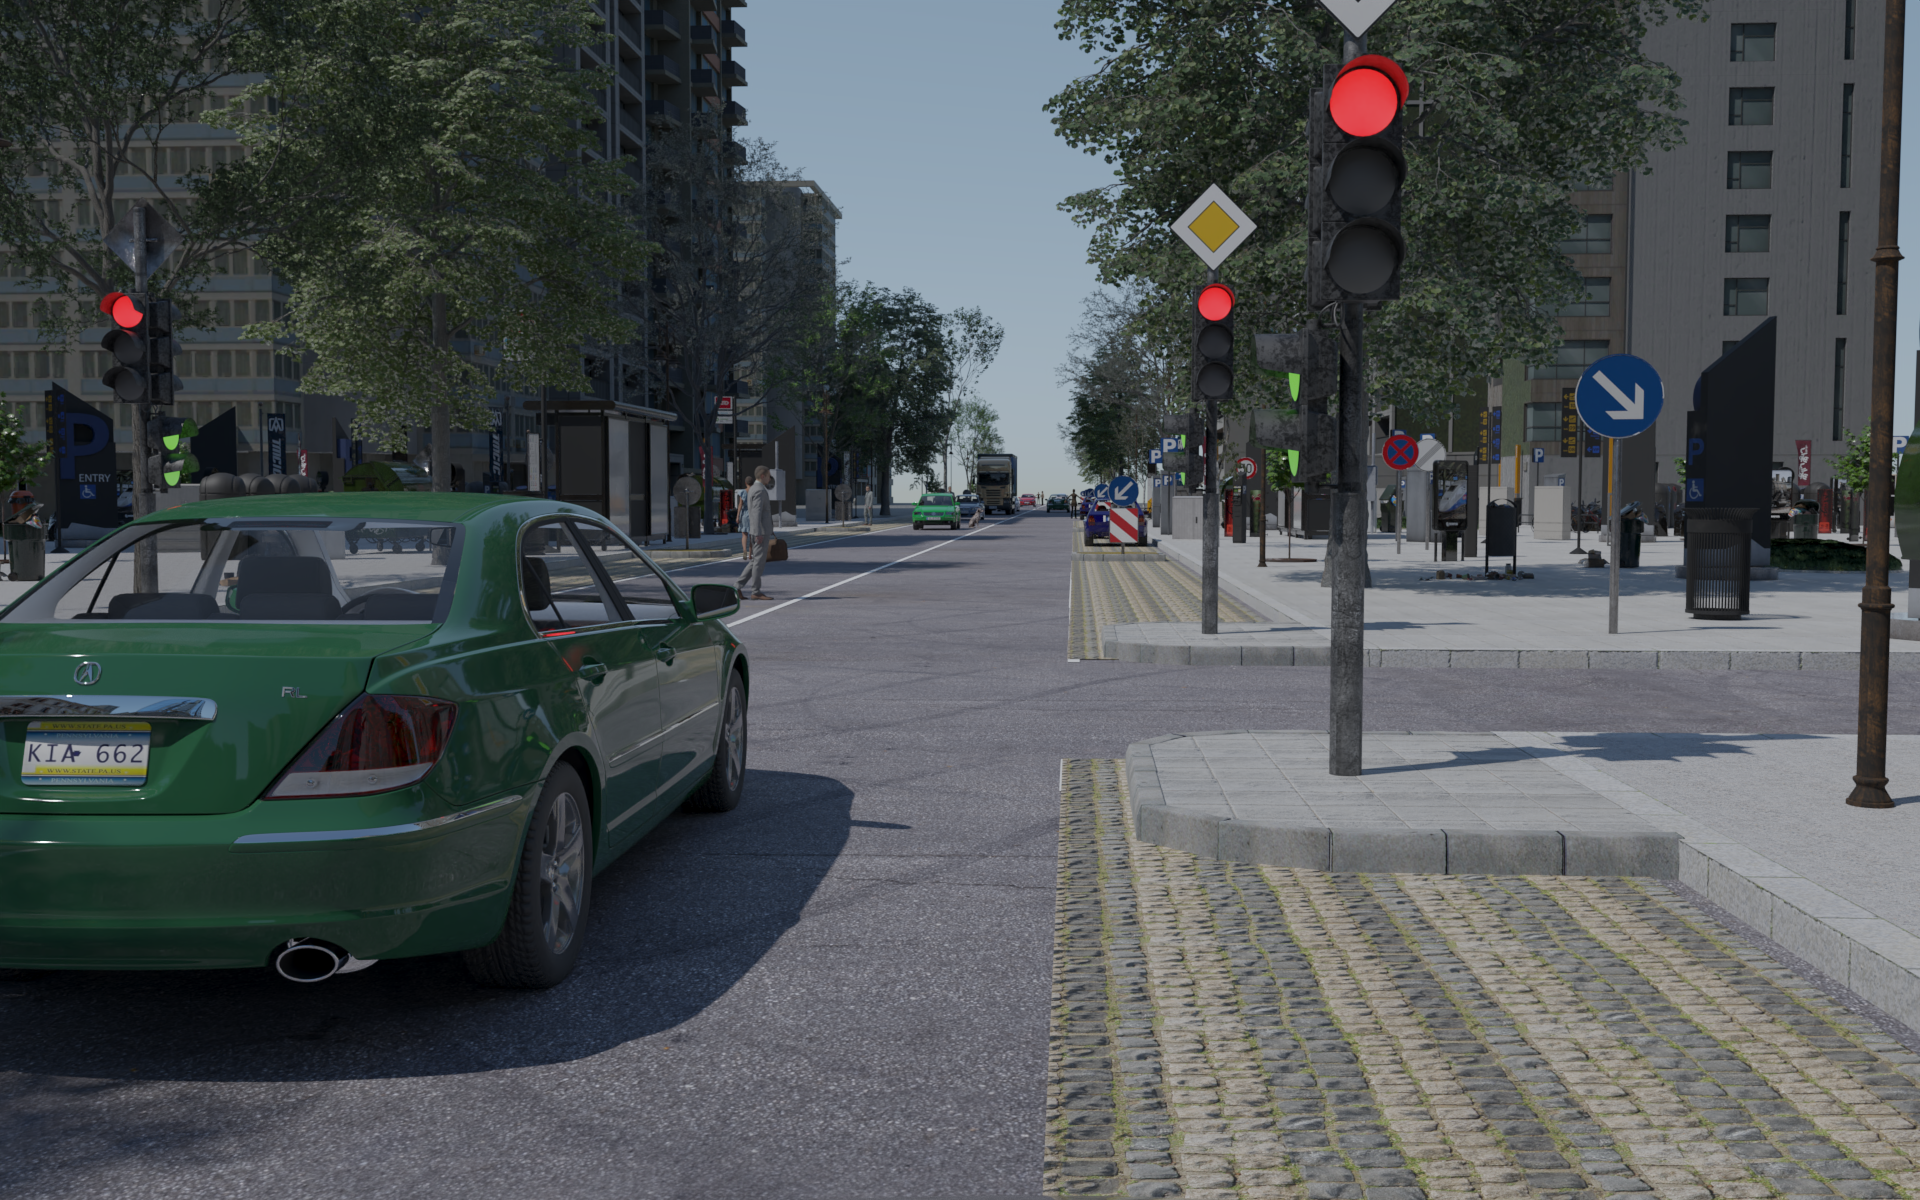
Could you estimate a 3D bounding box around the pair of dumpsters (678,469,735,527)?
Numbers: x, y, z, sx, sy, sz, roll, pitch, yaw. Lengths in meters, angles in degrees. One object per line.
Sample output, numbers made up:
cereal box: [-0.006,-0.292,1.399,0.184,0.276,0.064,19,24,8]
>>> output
pair of dumpsters: [-9.838,-3.933,66.803,1.574,2.255,4.437,0,4,4]

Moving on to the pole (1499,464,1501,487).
pole: [27.978,-5.858,89.627,0.158,3.312,0.155,0,3,0]

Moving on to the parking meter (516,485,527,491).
parking meter: [-12.756,-2.574,50.504,0.372,1.533,0.369,0,3,0]

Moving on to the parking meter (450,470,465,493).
parking meter: [-12.041,-2.182,41.387,0.399,1.863,0.255,1,4,20]

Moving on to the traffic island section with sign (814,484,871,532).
traffic island section with sign: [-4.467,-3.529,66.324,1.989,1.847,2.006,0,4,4]

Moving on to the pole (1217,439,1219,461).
pole: [9.550,-4.336,64.742,0.158,3.312,0.155,0,3,0]

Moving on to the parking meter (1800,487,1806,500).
parking meter: [29.685,-3.224,61.127,0.372,1.533,0.369,0,3,0]

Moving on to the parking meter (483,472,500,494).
parking meter: [-12.311,-2.434,45.503,0.399,1.863,0.255,2,4,31]

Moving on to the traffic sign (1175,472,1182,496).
traffic sign: [7.743,-3.793,62.116,0.768,2.556,0.104,1,4,13]

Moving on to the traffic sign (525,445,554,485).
traffic sign: [-10.838,-2.722,44.615,0.768,2.556,0.104,0,4,5]

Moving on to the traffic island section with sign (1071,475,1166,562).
traffic island section with sign: [3.407,-1.764,37.464,1.989,1.847,2.006,0,4,4]

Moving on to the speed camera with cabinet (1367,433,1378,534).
speed camera with cabinet: [13.418,-3.832,56.983,0.660,3.252,2.038,1,4,15]

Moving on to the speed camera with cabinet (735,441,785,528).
speed camera with cabinet: [-7.558,-4.345,65.380,2.038,3.252,0.660,2,4,33]

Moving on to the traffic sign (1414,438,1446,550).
traffic sign: [10.705,-2.417,39.618,0.768,2.556,0.104,1,4,9]

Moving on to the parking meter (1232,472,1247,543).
parking meter: [7.276,-2.407,45.073,0.255,1.863,0.399,2,4,32]

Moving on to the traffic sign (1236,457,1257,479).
traffic sign: [9.870,-3.656,59.884,0.768,2.556,0.104,0,4,8]

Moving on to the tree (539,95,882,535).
tree: [-7.952,-8.794,54.157,12.009,13.543,11.850,0,3,0]

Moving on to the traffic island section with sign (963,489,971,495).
traffic island section with sign: [0.597,-8.204,142.761,1.989,1.847,2.006,0,4,4]

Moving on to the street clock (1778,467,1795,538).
street clock: [21.987,-2.549,46.244,0.471,2.002,0.358,1,4,12]

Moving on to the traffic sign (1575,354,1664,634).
traffic sign: [5.998,-0.961,15.826,0.768,2.556,0.104,1,4,13]

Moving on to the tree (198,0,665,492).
tree: [-9.164,-6.879,30.598,7.486,12.596,7.792,0,3,0]

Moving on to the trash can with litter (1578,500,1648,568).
trash can with litter: [11.354,-1.145,30.113,1.055,1.170,0.624,0,4,5]

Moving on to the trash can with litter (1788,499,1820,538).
trash can with litter: [18.509,-1.629,38.016,0.624,1.170,1.055,2,4,24]

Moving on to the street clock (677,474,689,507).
street clock: [-9.923,-3.527,62.233,0.471,2.002,0.358,-1,4,-10]

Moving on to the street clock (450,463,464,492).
street clock: [-11.664,-2.163,39.930,0.471,2.002,0.358,2,4,34]

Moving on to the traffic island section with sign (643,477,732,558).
traffic island section with sign: [-6.257,-1.878,39.339,1.989,1.847,2.006,0,4,4]

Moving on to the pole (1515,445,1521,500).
pole: [23.125,-4.770,71.839,0.158,3.312,0.155,0,3,0]

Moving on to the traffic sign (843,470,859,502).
traffic sign: [-5.799,-5.637,92.172,0.884,2.594,0.081,0,4,7]

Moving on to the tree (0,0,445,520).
tree: [-10.436,-5.378,22.342,8.767,10.594,7.601,1,4,8]

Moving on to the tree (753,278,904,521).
tree: [-6.464,-9.635,83.280,9.928,11.665,9.643,0,3,0]

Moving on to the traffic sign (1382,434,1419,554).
traffic sign: [9.372,-2.251,36.916,0.768,2.556,0.104,1,4,9]

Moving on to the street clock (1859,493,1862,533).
street clock: [29.689,-3.228,57.342,0.358,2.002,0.471,-2,4,-24]

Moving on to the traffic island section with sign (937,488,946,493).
traffic island section with sign: [-1.200,-6.556,115.819,1.989,1.847,2.006,0,4,4]

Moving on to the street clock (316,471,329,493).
street clock: [-19.953,-3.039,54.265,0.358,2.002,0.471,-3,5,-40]

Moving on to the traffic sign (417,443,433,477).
traffic sign: [-11.952,-2.315,39.034,0.795,2.450,0.064,1,4,9]

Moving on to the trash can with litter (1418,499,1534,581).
trash can with litter: [7.804,-0.928,26.236,2.233,1.210,1.678,-1,4,-19]

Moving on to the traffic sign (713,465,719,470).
traffic sign: [-10.753,-4.574,74.894,0.768,2.556,0.104,0,4,5]

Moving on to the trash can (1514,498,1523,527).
trash can: [21.379,-3.381,66.937,0.748,1.137,0.748,0,3,0]

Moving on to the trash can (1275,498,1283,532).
trash can: [11.161,-2.917,59.351,0.748,1.137,0.748,0,3,0]

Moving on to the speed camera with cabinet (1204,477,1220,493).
speed camera with cabinet: [12.961,-5.637,86.507,0.660,3.252,2.038,-2,4,-25]

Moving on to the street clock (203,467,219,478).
street clock: [-20.135,-2.573,46.642,0.358,2.002,0.471,0,4,2]

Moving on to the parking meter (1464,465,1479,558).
parking meter: [10.372,-1.799,35.122,0.255,1.863,0.399,1,4,17]

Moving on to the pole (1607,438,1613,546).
pole: [16.037,-2.983,42.613,0.158,3.312,0.155,0,3,0]

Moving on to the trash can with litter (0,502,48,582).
trash can with litter: [-13.999,-0.861,25.460,1.055,1.170,0.624,-1,4,-13]

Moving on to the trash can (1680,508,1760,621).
trash can: [7.776,-0.373,17.756,0.748,1.137,0.748,0,3,0]

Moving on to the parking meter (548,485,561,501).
parking meter: [-11.046,-2.372,47.195,0.372,1.533,0.369,0,3,0]
